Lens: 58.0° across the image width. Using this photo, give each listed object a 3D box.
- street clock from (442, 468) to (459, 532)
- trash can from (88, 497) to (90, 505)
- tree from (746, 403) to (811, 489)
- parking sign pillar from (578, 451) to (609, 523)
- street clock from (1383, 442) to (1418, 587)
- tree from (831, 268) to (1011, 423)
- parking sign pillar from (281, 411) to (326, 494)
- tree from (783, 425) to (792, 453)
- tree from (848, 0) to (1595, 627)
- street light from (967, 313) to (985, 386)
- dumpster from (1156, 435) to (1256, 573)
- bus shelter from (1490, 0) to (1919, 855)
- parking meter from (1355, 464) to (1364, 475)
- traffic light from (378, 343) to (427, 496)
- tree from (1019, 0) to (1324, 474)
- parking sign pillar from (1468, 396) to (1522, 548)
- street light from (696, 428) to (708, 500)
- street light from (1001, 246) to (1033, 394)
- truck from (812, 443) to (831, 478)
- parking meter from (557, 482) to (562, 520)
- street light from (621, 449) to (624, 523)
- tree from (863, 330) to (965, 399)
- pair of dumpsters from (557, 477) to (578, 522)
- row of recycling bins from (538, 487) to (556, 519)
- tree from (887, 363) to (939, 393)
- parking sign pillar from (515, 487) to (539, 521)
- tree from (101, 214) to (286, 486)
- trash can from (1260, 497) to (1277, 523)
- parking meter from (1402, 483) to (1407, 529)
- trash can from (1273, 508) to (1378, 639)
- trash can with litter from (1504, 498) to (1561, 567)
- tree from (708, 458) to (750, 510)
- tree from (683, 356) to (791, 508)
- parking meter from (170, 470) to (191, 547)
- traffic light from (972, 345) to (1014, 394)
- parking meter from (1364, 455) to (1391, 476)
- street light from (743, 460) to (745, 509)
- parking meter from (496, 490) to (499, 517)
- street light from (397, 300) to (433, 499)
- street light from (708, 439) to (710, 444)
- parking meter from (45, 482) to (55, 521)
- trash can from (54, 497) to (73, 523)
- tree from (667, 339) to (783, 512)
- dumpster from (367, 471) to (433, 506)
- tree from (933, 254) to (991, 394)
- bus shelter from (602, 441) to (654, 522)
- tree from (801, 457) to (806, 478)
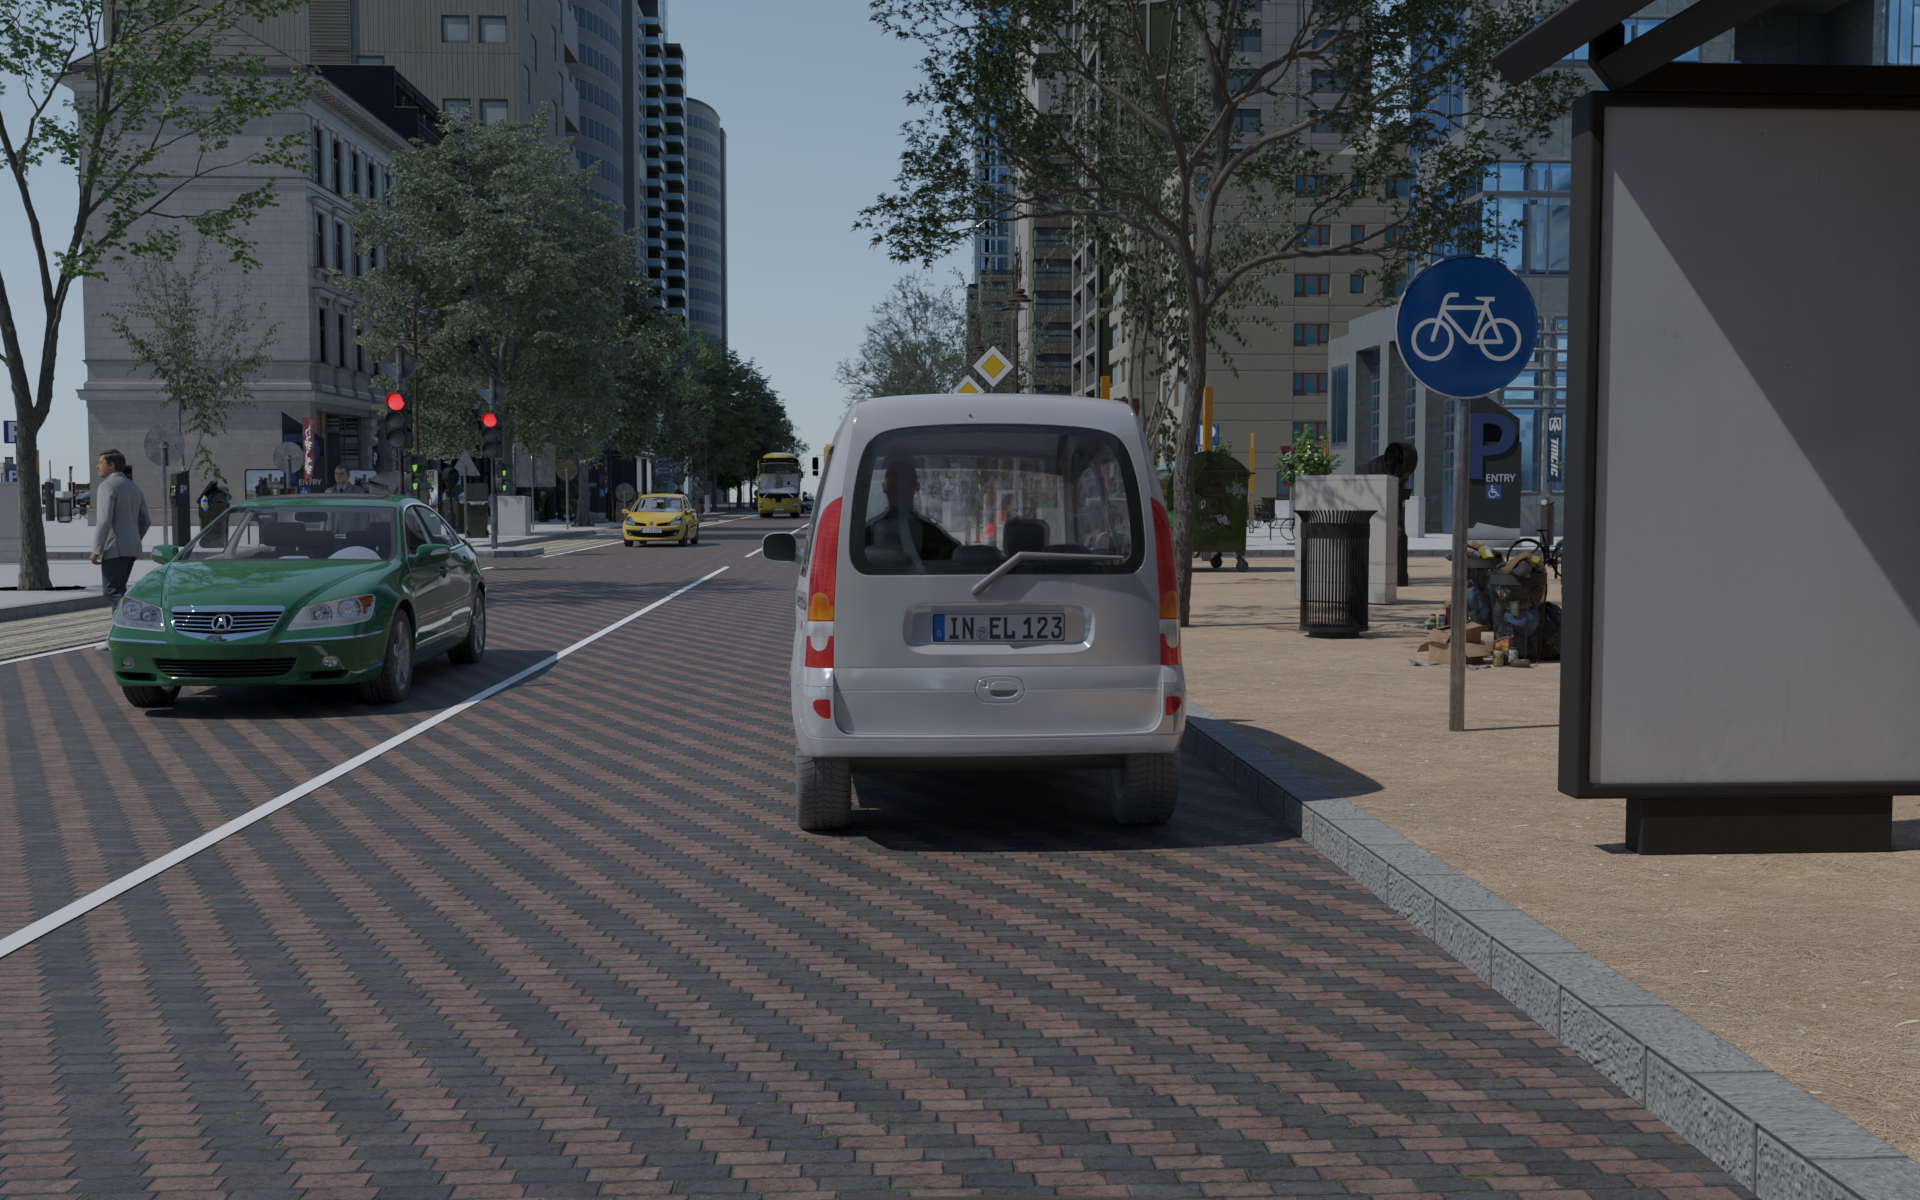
[{"bbox_3d":[-14.152,-2.666,48.163,0.358,2.002,0.471,2,4,24],"label":"street clock"},{"bbox_3d":[-45.155,-4.823,90.513,0.748,1.137,0.748,0,3,0],"label":"trash can"},{"bbox_3d":[-22.954,-18.046,212.051,9.611,12.733,9.660,0,3,0],"label":"tree"},{"bbox_3d":[-16.284,-5.386,76.536,1.447,3.967,1.447,2,4,33],"label":"parking sign pillar"},{"bbox_3d":[6.090,-1.188,23.986,0.358,2.002,0.471,-2,4,-24],"label":"street clock"},{"bbox_3d":[-2.151,-11.305,95.201,12.009,13.543,11.850,0,3,0],"label":"tree"},{"bbox_3d":[-21.428,-4.166,56.590,1.447,3.967,1.447,-1,4,-22],"label":"parking sign pillar"},{"bbox_3d":[-20.474,-15.562,172.571,7.486,12.596,7.792,0,3,0],"label":"tree"},{"bbox_3d":[2.390,-5.009,16.308,7.601,10.594,8.767,1,4,20],"label":"tree"},{"bbox_3d":[0.459,-4.383,44.444,0.468,5.910,1.993,0,4,-3],"label":"street light"},{"bbox_3d":[4.041,-1.623,29.027,1.502,2.255,1.985,0,4,-3],"label":"dumpster"},{"bbox_3d":[3.085,-0.594,3.639,2.014,3.302,5.546,0,4,-3],"label":"bus shelter"},{"bbox_3d":[7.120,-1.512,30.430,0.399,1.863,0.255,1,4,23],"label":"parking meter"},{"bbox_3d":[-10.388,-2.649,32.238,0.839,4.253,0.868,0,4,-3],"label":"traffic light"},{"bbox_3d":[2.804,-4.512,24.138,4.360,8.622,3.978,0,3,0],"label":"tree"},{"bbox_3d":[12.840,-3.261,41.783,1.447,3.967,1.447,0,4,7],"label":"parking sign pillar"},{"bbox_3d":[-16.753,-8.480,111.432,0.468,5.910,1.993,0,4,-3],"label":"street light"},{"bbox_3d":[1.061,-3.653,32.510,0.468,5.910,1.993,0,4,-3],"label":"street light"},{"bbox_3d":[-3.807,-4.233,65.140,3.469,3.379,9.791,0,4,-5],"label":"truck"},{"bbox_3d":[-20.067,-4.963,86.850,0.255,1.863,0.399,-1,4,-8],"label":"parking meter"},{"bbox_3d":[-14.890,-6.337,76.393,0.468,5.910,1.993,0,4,-3],"label":"street light"},{"bbox_3d":[-2.570,-11.173,108.427,9.928,11.665,9.643,0,3,0],"label":"tree"},{"bbox_3d":[-18.184,-4.903,82.657,1.574,2.255,4.437,0,4,-3],"label":"pair of dumpsters"},{"bbox_3d":[-21.566,-4.869,86.728,1.069,1.692,3.534,2,4,24],"label":"row of recycling bins"},{"bbox_3d":[-4.109,-14.127,147.990,9.611,12.733,9.660,0,3,0],"label":"tree"},{"bbox_3d":[-20.949,-5.812,83.500,1.447,3.967,1.447,2,4,28],"label":"parking sign pillar"},{"bbox_3d":[-20.621,-5.879,46.489,4.360,8.622,3.978,0,3,0],"label":"tree"},{"bbox_3d":[13.936,-4.074,78.265,0.748,1.137,0.748,0,3,0],"label":"trash can"},{"bbox_3d":[6.177,-1.000,24.768,0.372,1.533,0.369,0,3,0],"label":"parking meter"},{"bbox_3d":[3.363,-0.238,15.550,0.748,1.137,0.748,0,3,0],"label":"trash can"},{"bbox_3d":[10.612,-1.251,31.516,1.678,1.210,2.233,1,4,13],"label":"trash can with litter"},{"bbox_3d":[-18.305,-9.348,136.554,4.285,4.588,4.351,0,3,0],"label":"tree"},{"bbox_3d":[-20.431,-15.444,159.170,9.857,13.997,8.962,0,3,0],"label":"tree"},{"bbox_3d":[-18.933,-2.223,42.056,0.255,1.863,0.399,2,4,33],"label":"parking meter"},{"bbox_3d":[0.606,-2.687,32.850,0.839,4.253,0.868,0,4,-3],"label":"traffic light"},{"bbox_3d":[6.295,-1.235,25.903,0.255,1.863,0.399,-1,4,-19],"label":"parking meter"},{"bbox_3d":[-19.009,-10.972,152.175,0.468,5.910,1.993,0,4,-3],"label":"street light"},{"bbox_3d":[-25.859,-5.411,96.887,0.372,1.533,0.369,0,3,0],"label":"parking meter"},{"bbox_3d":[-12.965,-4.194,41.358,0.468,5.910,1.993,0,4,-3],"label":"street light"},{"bbox_3d":[-17.103,-8.813,116.886,0.468,5.910,1.993,0,4,-3],"label":"street light"},{"bbox_3d":[-43.175,-4.676,82.167,0.255,1.863,0.399,0,4,8],"label":"parking meter"},{"bbox_3d":[-39.768,-3.990,76.897,0.748,1.137,0.748,0,3,0],"label":"trash can"},{"bbox_3d":[-17.595,-12.758,126.726,7.486,12.596,7.792,0,3,0],"label":"tree"},{"bbox_3d":[-14.353,-2.363,44.397,1.264,1.857,1.865,0,4,-3],"label":"dumpster"},{"bbox_3d":[0.976,-6.299,53.350,4.360,8.622,3.978,0,3,0],"label":"tree"},{"bbox_3d":[-16.287,-6.477,83.535,2.179,5.291,8.768,0,4,-3],"label":"bus shelter"},{"bbox_3d":[-25.582,-19.202,264.313,4.737,8.622,4.395,0,3,0],"label":"tree"}]
